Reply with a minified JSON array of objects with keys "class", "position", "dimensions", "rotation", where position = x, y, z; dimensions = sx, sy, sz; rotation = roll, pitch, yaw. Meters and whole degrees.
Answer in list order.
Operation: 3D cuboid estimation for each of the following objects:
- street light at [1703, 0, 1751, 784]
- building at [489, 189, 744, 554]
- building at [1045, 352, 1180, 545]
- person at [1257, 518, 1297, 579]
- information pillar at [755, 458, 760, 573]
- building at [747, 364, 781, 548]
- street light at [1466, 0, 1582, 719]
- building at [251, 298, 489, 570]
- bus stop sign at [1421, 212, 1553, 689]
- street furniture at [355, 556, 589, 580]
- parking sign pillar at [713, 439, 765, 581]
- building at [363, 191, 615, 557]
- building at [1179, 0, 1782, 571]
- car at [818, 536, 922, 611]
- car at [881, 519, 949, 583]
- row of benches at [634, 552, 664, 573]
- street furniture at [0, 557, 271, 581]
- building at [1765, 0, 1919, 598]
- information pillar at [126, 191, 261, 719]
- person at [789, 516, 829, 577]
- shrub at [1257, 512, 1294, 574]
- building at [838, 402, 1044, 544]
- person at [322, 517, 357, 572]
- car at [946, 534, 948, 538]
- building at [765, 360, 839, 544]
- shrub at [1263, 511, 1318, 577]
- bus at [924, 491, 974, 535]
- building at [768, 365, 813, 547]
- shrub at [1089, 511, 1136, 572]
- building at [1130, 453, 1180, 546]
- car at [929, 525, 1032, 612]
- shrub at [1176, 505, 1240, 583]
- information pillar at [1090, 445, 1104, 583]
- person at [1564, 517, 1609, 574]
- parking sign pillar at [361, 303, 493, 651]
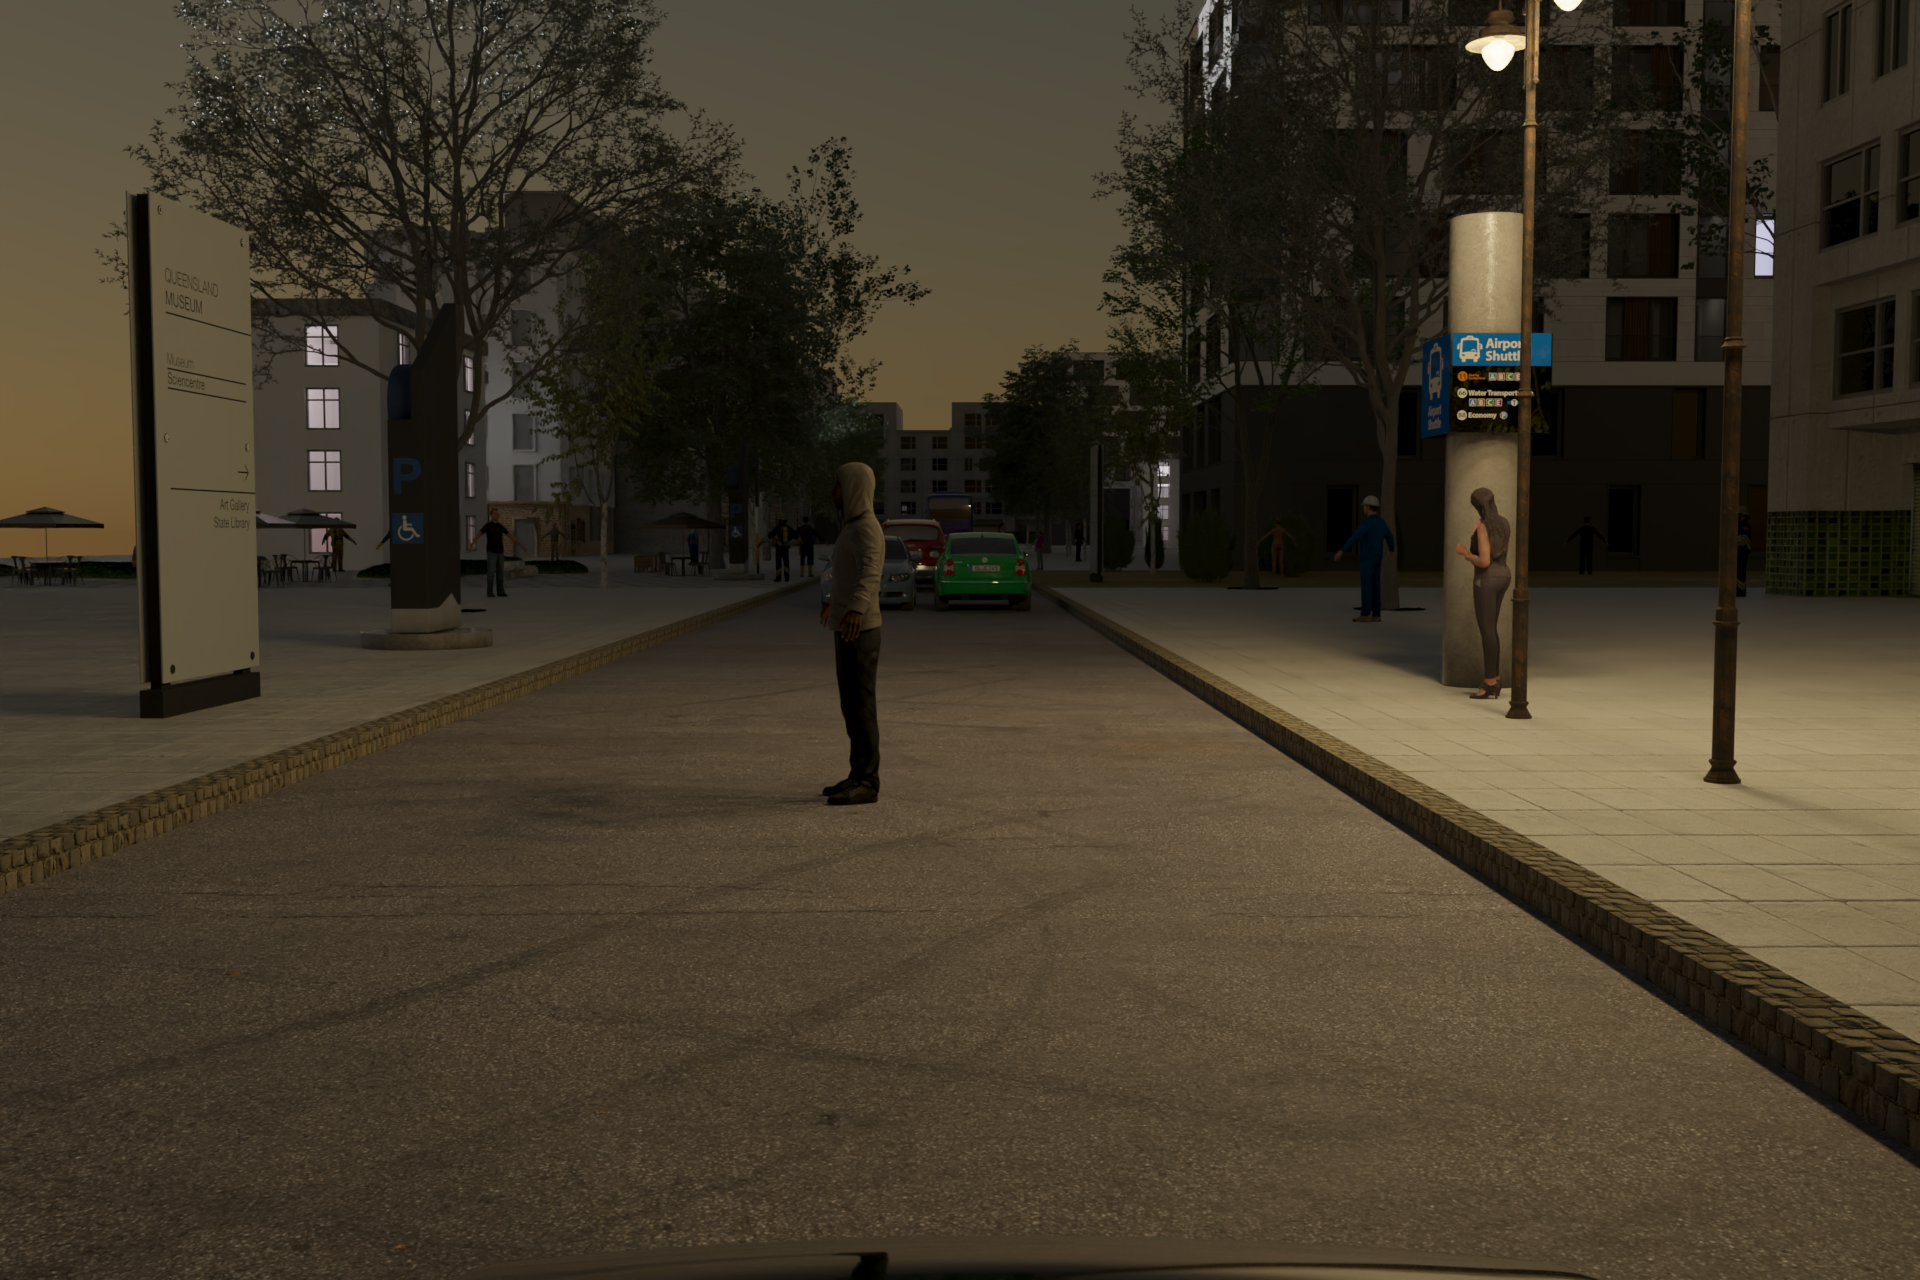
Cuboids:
[{"class":"street light","position":[3.943,-2.201,8.780],"dimensions":[0.468,5.910,1.993],"rotation":[0,4,-1]},{"class":"building","position":[-25.372,-17.671,119.850],"dimensions":[19.493,23.208,18.063],"rotation":[0,4,0]},{"class":"building","position":[24.119,-22.459,211.178],"dimensions":[27.936,21.610,32.646],"rotation":[0,4,-1]},{"class":"person","position":[9.070,-2.616,49.580],"dimensions":[1.217,1.733,0.721],"rotation":[-1,4,-8]},{"class":"information pillar","position":[-6.185,-3.762,52.869],"dimensions":[0.183,3.616,0.504],"rotation":[0,4,-1]},{"class":"building","position":[-27.251,-20.451,165.308],"dimensions":[19.493,23.208,18.063],"rotation":[0,4,-1]},{"class":"street light","position":[3.894,-2.392,11.897],"dimensions":[0.468,5.910,1.993],"rotation":[0,4,0]},{"class":"building","position":[-25.158,-8.177,75.838],"dimensions":[9.099,9.664,28.070],"rotation":[0,3,0]},{"class":"bus stop sign","position":[4.402,-1.562,14.552],"dimensions":[0.837,3.901,0.837],"rotation":[0,4,-1]},{"class":"street furniture","position":[-14.898,-2.324,53.631],"dimensions":[5.734,0.657,10.072],"rotation":[0,4,3]},{"class":"parking sign pillar","position":[-6.181,-3.662,48.347],"dimensions":[1.447,3.967,1.447],"rotation":[0,4,-1]},{"class":"building","position":[-26.729,-14.704,96.832],"dimensions":[16.016,20.090,11.380],"rotation":[0,4,-1]},{"class":"building","position":[23.238,-14.173,75.703],"dimensions":[27.936,21.610,32.646],"rotation":[0,4,0]},{"class":"car","position":[-1.740,-1.338,33.884],"dimensions":[2.014,1.417,4.499],"rotation":[0,4,-1]},{"class":"car","position":[-1.244,-2.185,44.396],"dimensions":[2.281,1.827,5.304],"rotation":[0,4,-1]},{"class":"row of benches","position":[-10.618,-2.682,59.315],"dimensions":[1.422,0.672,4.104],"rotation":[0,4,-4]},{"class":"street furniture","position":[-25.296,-2.159,50.927],"dimensions":[10.072,0.657,5.734],"rotation":[1,4,23]},{"class":"building","position":[25.688,-9.429,20.625],"dimensions":[16.747,18.905,31.486],"rotation":[0,4,-1]},{"class":"information pillar","position":[-5.610,-1.311,12.745],"dimensions":[0.184,3.620,1.656],"rotation":[0,4,0]},{"class":"person","position":[-4.602,-2.794,51.821],"dimensions":[1.346,1.812,0.704],"rotation":[0,4,7]},{"class":"shrub","position":[10.309,-3.143,55.805],"dimensions":[1.690,2.028,1.600],"rotation":[0,3,0]},{"class":"building","position":[-0.952,-22.603,238.479],"dimensions":[31.486,18.905,16.747],"rotation":[0,4,1]},{"class":"person","position":[-21.189,-3.254,58.974],"dimensions":[1.354,1.858,0.705],"rotation":[1,4,16]},{"class":"car","position":[-1.338,-2.595,51.098],"dimensions":[2.281,1.827,5.304],"rotation":[0,4,0]},{"class":"building","position":[-29.846,-22.547,212.620],"dimensions":[27.936,21.610,32.646],"rotation":[0,4,0]},{"class":"shrub","position":[9.859,-2.892,51.710],"dimensions":[1.690,2.028,1.600],"rotation":[0,3,0]},{"class":"bus","position":[-0.635,-6.540,98.473],"dimensions":[2.896,3.916,12.251],"rotation":[0,4,-1]},{"class":"building","position":[-26.224,-21.742,186.412],"dimensions":[19.493,23.208,18.063],"rotation":[0,4,0]},{"class":"shrub","position":[5.231,-3.390,59.461],"dimensions":[1.661,2.075,1.752],"rotation":[0,3,0]},{"class":"building","position":[23.430,-14.526,179.654],"dimensions":[9.099,9.664,28.070],"rotation":[0,4,0]},{"class":"car","position":[0.387,-1.506,33.414],"dimensions":[1.959,1.807,4.718],"rotation":[0,4,-2]},{"class":"shrub","position":[6.581,-2.571,46.084],"dimensions":[1.661,2.075,1.752],"rotation":[0,3,0]},{"class":"information pillar","position":[3.658,-3.368,46.385],"dimensions":[0.184,3.620,1.656],"rotation":[0,4,-2]},{"class":"person","position":[19.915,-3.005,55.062],"dimensions":[1.347,1.837,0.705],"rotation":[1,4,17]},{"class":"parking sign pillar","position":[-6.079,-1.908,19.660],"dimensions":[1.447,3.967,1.447],"rotation":[0,4,0]}]
